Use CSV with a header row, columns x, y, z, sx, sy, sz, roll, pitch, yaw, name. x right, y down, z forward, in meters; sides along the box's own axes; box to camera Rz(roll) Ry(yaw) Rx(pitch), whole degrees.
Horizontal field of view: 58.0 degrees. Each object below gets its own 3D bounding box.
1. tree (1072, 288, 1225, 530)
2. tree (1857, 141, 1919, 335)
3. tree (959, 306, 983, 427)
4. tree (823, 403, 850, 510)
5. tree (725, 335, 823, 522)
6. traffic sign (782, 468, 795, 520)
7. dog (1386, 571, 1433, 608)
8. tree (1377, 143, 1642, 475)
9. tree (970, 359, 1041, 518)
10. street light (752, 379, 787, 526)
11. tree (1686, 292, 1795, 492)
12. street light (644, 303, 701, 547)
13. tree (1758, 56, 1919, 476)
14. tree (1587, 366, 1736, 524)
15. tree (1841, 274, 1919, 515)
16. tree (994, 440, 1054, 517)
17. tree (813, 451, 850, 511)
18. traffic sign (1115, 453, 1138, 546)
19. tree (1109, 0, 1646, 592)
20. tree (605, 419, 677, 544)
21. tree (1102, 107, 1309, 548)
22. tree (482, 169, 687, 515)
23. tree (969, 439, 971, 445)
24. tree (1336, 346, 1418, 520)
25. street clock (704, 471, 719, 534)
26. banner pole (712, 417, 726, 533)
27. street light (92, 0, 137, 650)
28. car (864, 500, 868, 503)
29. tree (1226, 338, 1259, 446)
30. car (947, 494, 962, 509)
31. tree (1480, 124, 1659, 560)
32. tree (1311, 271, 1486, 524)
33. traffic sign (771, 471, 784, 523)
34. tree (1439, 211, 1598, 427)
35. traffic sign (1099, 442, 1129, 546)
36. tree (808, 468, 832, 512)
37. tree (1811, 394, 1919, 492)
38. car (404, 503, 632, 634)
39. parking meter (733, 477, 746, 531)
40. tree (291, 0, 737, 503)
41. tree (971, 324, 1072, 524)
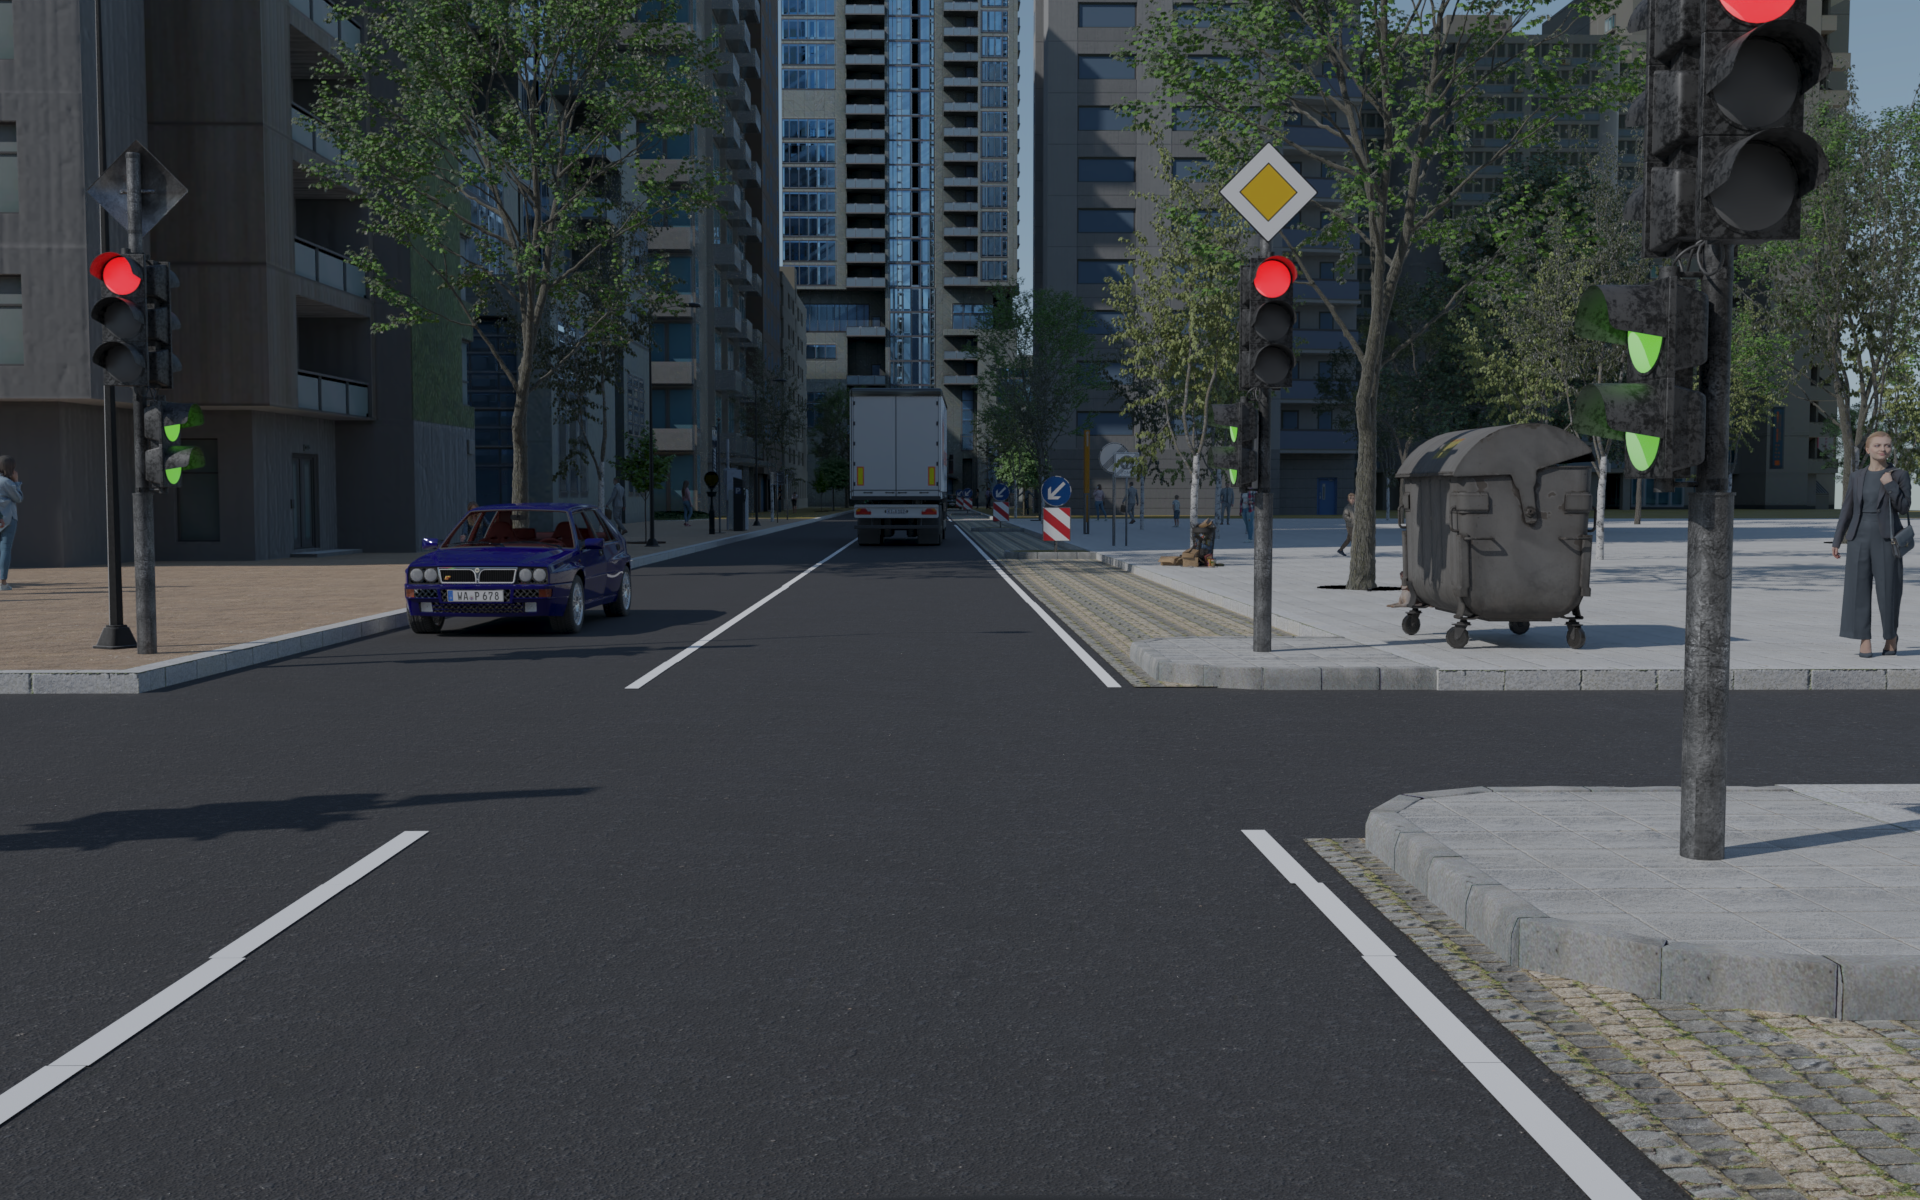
x,y,z,sx,sy,sz,roll,pitch,yaw,name
6.791,-6.835,62.115,4.360,8.622,3.978,0,3,0,tree
23.822,-7.562,34.011,12.009,13.543,11.850,0,3,0,tree
3.844,-9.582,82.419,9.928,11.665,9.643,0,3,0,tree
-10.129,-11.501,138.401,4.360,8.622,3.978,0,3,0,tree
-8.668,-7.905,79.605,4.360,8.622,3.978,0,3,0,tree
-8.541,-5.229,85.601,0.768,2.556,0.104,0,4,1,traffic sign
5.250,-0.117,19.646,0.748,0.427,0.550,2,4,25,dog
18.990,-8.556,56.904,9.611,12.733,9.660,0,3,0,tree
2.839,-8.763,93.645,4.737,8.622,4.395,0,3,0,tree
-7.680,-5.954,69.889,1.470,5.913,1.316,0,4,-1,street light
28.665,-6.969,64.311,4.737,8.622,4.395,0,3,0,tree
-6.979,-4.257,42.141,1.470,5.913,1.316,0,4,-1,street light
14.628,-4.771,28.361,4.360,8.622,3.978,0,3,0,tree
28.962,-8.469,72.874,7.601,10.594,8.767,0,4,-6,tree
30.029,-6.389,54.830,4.737,8.622,4.395,0,3,0,tree
3.730,-7.056,99.078,4.285,4.588,4.351,0,3,0,tree
-9.545,-9.059,131.822,4.285,4.588,4.351,0,3,0,tree
4.103,-2.481,42.701,0.606,2.300,0.079,0,4,-1,traffic sign
5.501,-5.934,22.784,9.928,11.665,9.643,0,3,0,tree
-8.056,-3.074,44.855,1.663,3.219,1.824,0,3,0,tree
4.528,-5.071,33.273,4.737,8.622,4.395,0,3,0,tree
-8.300,-5.406,38.753,4.360,8.622,3.978,0,3,0,tree
2.993,-11.338,135.742,4.360,8.622,3.978,0,3,0,tree
20.643,-8.184,84.166,4.360,8.622,3.978,0,3,0,tree
-7.902,-3.092,55.125,0.471,2.002,0.358,0,4,-6,street clock
-7.900,-4.051,56.243,0.401,3.779,0.863,1,4,14,banner pole
-6.489,-2.552,14.269,1.470,5.913,1.316,0,4,-1,street light
-6.493,-7.660,134.040,1.959,1.807,4.718,0,4,1,car
12.350,-8.043,81.872,4.360,8.622,3.978,0,3,0,tree
-0.691,-9.135,159.146,2.009,1.686,4.222,0,4,1,car
12.483,-5.106,33.845,4.360,8.622,3.978,0,3,0,tree
18.724,-8.519,73.700,8.767,10.594,7.601,2,4,31,tree
-8.139,-4.591,77.197,0.606,2.300,0.079,0,4,2,traffic sign
14.603,-5.742,44.252,4.737,8.622,4.395,0,3,0,tree
3.808,-2.612,42.811,0.768,2.556,0.104,0,4,-1,traffic sign
-10.008,-8.021,125.752,1.663,3.219,1.824,0,3,0,tree
53.263,-7.373,83.453,20.602,7.101,11.467,0,4,-4,tree
-4.768,-0.394,19.025,1.945,1.354,3.894,0,4,1,car
-7.590,-3.299,59.644,0.399,1.863,0.255,1,4,12,parking meter
-7.317,-6.315,29.008,9.928,11.665,9.643,0,3,0,tree
3.342,-7.569,74.121,4.360,8.622,3.978,0,3,0,tree
